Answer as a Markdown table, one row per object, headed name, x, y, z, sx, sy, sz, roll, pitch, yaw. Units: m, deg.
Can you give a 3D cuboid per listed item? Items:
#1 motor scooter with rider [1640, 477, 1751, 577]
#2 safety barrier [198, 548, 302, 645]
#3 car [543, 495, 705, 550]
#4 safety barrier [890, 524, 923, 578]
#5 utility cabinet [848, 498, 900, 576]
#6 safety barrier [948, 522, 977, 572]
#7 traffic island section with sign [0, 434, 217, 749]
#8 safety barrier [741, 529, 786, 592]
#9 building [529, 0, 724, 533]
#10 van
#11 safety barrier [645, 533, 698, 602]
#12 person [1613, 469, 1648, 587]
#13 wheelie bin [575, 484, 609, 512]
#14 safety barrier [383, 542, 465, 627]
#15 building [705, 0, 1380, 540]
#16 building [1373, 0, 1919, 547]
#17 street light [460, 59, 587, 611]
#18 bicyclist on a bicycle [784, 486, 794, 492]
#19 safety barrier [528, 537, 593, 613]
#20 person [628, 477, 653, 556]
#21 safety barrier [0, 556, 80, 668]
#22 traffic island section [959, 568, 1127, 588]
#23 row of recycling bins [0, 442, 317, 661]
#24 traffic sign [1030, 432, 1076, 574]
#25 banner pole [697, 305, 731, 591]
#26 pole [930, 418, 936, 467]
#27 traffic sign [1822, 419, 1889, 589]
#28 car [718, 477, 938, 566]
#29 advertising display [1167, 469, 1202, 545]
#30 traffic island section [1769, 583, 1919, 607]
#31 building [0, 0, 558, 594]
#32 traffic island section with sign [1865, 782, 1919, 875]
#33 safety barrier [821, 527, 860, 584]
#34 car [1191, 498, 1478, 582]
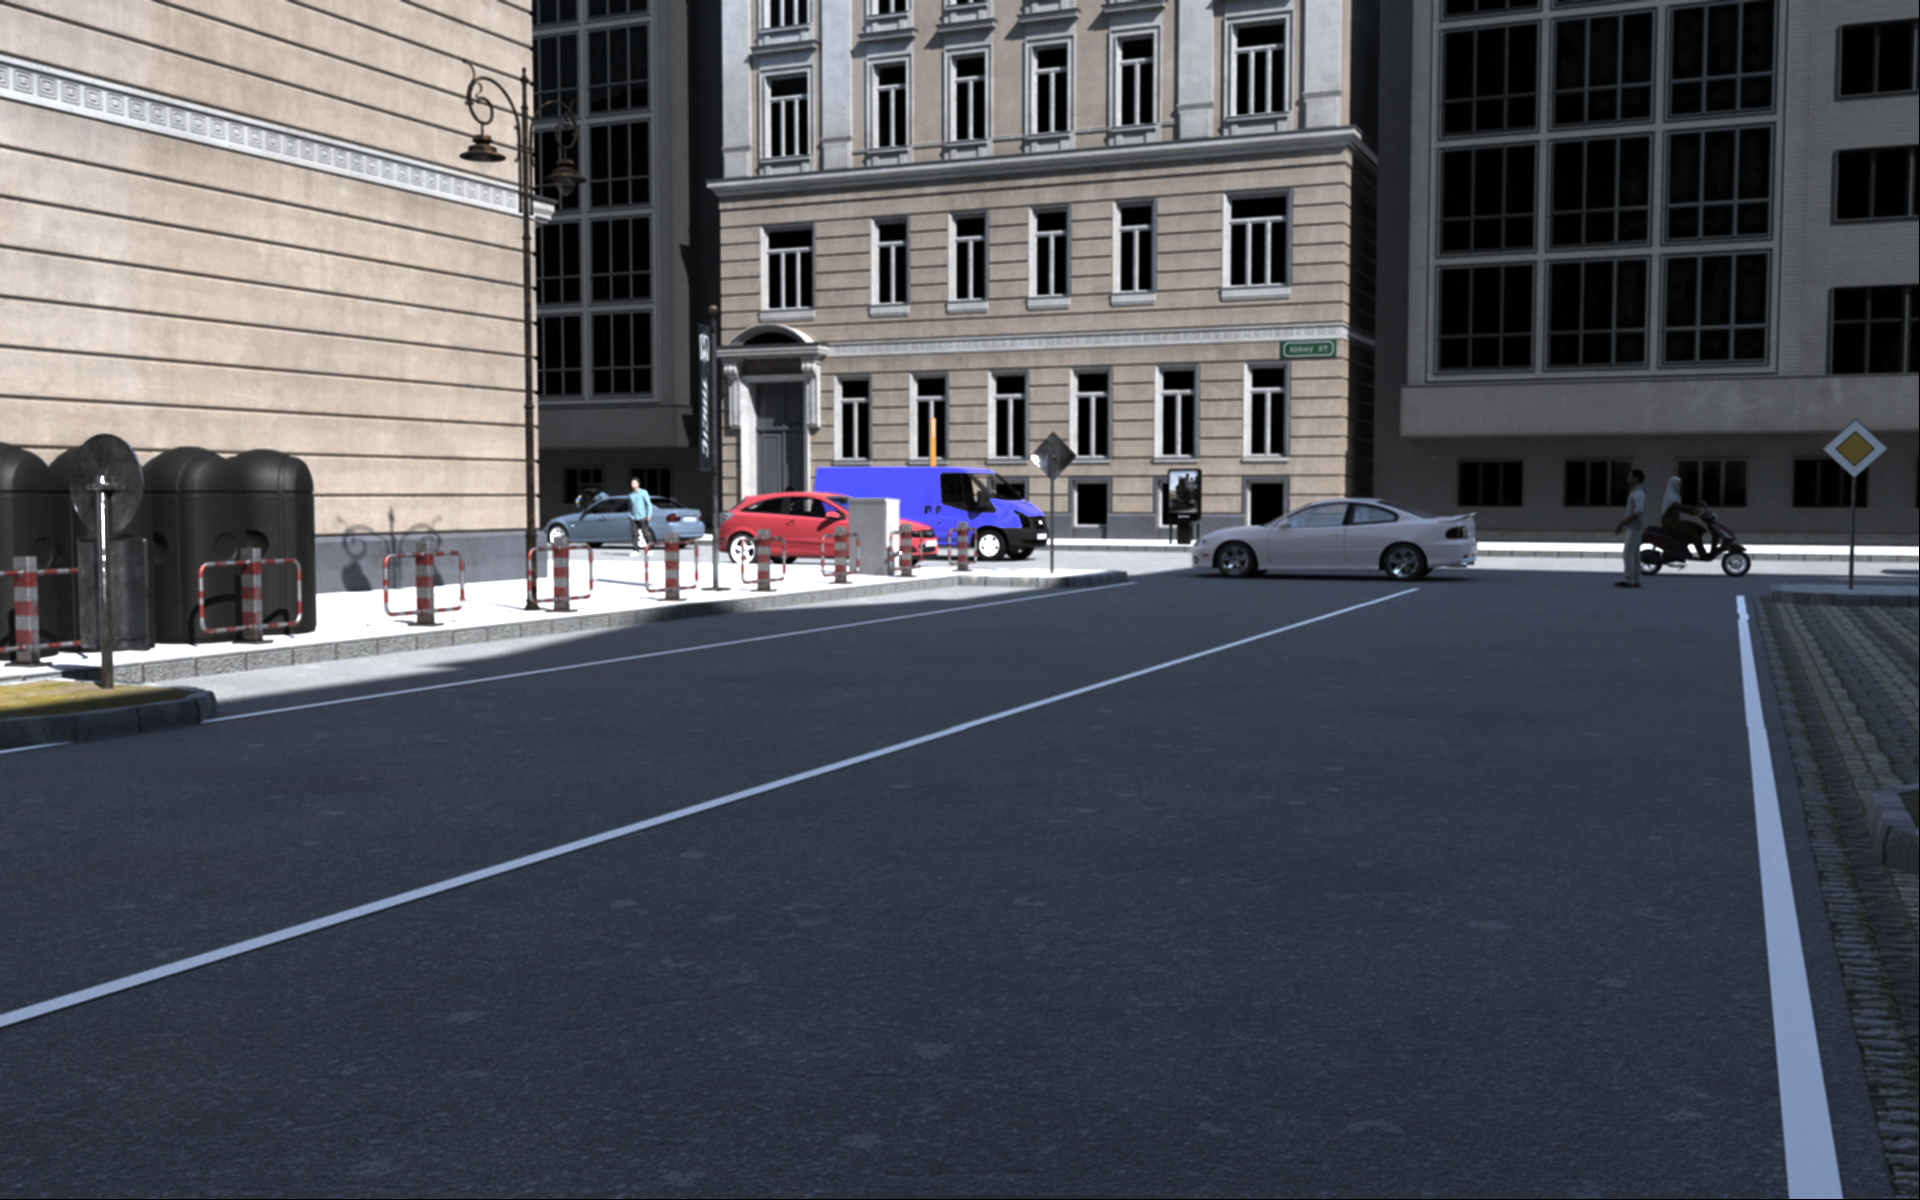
| name | x | y | z | sx | sy | sz | roll | pitch | yaw |
| --- | --- | --- | --- | --- | --- | --- | --- | --- | --- |
| motor scooter with rider | 12.758 | -1.304 | 30.291 | 1.986 | 1.779 | 0.876 | 2 | 4 | 25 |
| safety barrier | -6.070 | -0.035 | 14.845 | 0.300 | 0.817 | 1.120 | 2 | 4 | 24 |
| car | -8.946 | -2.076 | 45.949 | 4.499 | 1.417 | 2.014 | 2 | 4 | 26 |
| safety barrier | -0.825 | -0.758 | 26.673 | 0.300 | 0.817 | 1.120 | 2 | 4 | 24 |
| utility cabinet | -1.362 | -0.998 | 27.477 | 0.306 | 1.237 | 1.020 | -3 | 4 | -39 |
| safety barrier | 0.047 | -0.879 | 28.644 | 0.300 | 0.817 | 1.120 | 2 | 4 | 24 |
| traffic island section with sign | -5.823 | -0.127 | 10.698 | 1.989 | 1.847 | 2.006 | 2 | 4 | 24 |
| safety barrier | -2.575 | -0.517 | 22.727 | 0.300 | 0.817 | 1.120 | 2 | 4 | 24 |
| building | -16.105 | -16.620 | 65.240 | 24.014 | 27.812 | 14.314 | 2 | 4 | 24 |
| van | -0.630 | -2.071 | 38.247 | 5.245 | 2.365 | 2.240 | 2 | 4 | 23 |
| safety barrier | -3.449 | -0.396 | 20.752 | 0.300 | 0.817 | 1.120 | 2 | 4 | 24 |
| person | 10.250 | -1.093 | 26.519 | 0.789 | 1.805 | 0.875 | 1 | 4 | 20 |
| wheelie bin | -10.982 | -2.682 | 51.766 | 0.980 | 1.594 | 0.693 | -1 | 4 | -15 |
| safety barrier | -5.193 | -0.155 | 16.813 | 0.300 | 0.817 | 1.120 | 2 | 4 | 24 |
| building | 3.864 | -16.466 | 55.128 | 20.117 | 28.700 | 13.634 | 2 | 4 | 24 |
| building | 27.131 | -13.858 | 45.646 | 30.058 | 24.678 | 14.314 | 2 | 4 | 24 |
| street light | -4.721 | -2.822 | 18.934 | 0.468 | 5.910 | 1.993 | 2 | 4 | 24 |
| bicyclist on a bicycle | -3.936 | -1.864 | 40.492 | 1.625 | 1.676 | 1.499 | 2 | 4 | 25 |
| safety barrier | -4.323 | -0.276 | 18.781 | 0.300 | 0.817 | 1.120 | 2 | 4 | 24 |
| person | -7.406 | -1.939 | 40.228 | 0.660 | 1.820 | 0.620 | 1 | 4 | 19 |
| safety barrier | -6.940 | 0.086 | 12.877 | 0.300 | 0.817 | 1.120 | 2 | 4 | 24 |
| traffic island section | 1.464 | -0.349 | 27.990 | 2.009 | 0.180 | 2.903 | 2 | 4 | 24 |
| row of recycling bins | -6.957 | -0.469 | 14.786 | 1.069 | 1.692 | 3.534 | 2 | 4 | 25 |
| traffic sign | 1.488 | -1.485 | 27.918 | 0.795 | 2.450 | 0.064 | 2 | 4 | 24 |
| banner pole | -3.299 | -2.004 | 22.776 | 0.401 | 3.779 | 0.863 | 1 | 4 | 10 |
| pole | -0.725 | -3.219 | 46.469 | 0.158 | 3.312 | 0.155 | 0 | 3 | 0 |
| traffic sign | 11.992 | -1.200 | 23.259 | 0.795 | 2.450 | 0.064 | 2 | 4 | 24 |
| car | -2.577 | -1.531 | 34.067 | 4.494 | 1.783 | 2.155 | 1 | 4 | 23 |
| advertising display | 5.711 | -2.377 | 44.081 | 0.974 | 1.923 | 0.123 | 3 | 5 | 43 |
| traffic island section | 12.017 | -0.064 | 23.326 | 2.009 | 0.180 | 2.903 | 2 | 4 | 24 |
| building | -17.716 | -14.556 | 23.895 | 20.117 | 28.700 | 13.634 | 2 | 4 | 24 |
| traffic island section with sign | 4.636 | 0.123 | 6.617 | 1.989 | 1.847 | 2.006 | 2 | 4 | 24 |
| safety barrier | -1.701 | -0.637 | 24.698 | 0.300 | 0.817 | 1.120 | 2 | 4 | 24 |
| car | 6.353 | -1.058 | 29.655 | 4.827 | 1.381 | 2.083 | 1 | 4 | 22 |
